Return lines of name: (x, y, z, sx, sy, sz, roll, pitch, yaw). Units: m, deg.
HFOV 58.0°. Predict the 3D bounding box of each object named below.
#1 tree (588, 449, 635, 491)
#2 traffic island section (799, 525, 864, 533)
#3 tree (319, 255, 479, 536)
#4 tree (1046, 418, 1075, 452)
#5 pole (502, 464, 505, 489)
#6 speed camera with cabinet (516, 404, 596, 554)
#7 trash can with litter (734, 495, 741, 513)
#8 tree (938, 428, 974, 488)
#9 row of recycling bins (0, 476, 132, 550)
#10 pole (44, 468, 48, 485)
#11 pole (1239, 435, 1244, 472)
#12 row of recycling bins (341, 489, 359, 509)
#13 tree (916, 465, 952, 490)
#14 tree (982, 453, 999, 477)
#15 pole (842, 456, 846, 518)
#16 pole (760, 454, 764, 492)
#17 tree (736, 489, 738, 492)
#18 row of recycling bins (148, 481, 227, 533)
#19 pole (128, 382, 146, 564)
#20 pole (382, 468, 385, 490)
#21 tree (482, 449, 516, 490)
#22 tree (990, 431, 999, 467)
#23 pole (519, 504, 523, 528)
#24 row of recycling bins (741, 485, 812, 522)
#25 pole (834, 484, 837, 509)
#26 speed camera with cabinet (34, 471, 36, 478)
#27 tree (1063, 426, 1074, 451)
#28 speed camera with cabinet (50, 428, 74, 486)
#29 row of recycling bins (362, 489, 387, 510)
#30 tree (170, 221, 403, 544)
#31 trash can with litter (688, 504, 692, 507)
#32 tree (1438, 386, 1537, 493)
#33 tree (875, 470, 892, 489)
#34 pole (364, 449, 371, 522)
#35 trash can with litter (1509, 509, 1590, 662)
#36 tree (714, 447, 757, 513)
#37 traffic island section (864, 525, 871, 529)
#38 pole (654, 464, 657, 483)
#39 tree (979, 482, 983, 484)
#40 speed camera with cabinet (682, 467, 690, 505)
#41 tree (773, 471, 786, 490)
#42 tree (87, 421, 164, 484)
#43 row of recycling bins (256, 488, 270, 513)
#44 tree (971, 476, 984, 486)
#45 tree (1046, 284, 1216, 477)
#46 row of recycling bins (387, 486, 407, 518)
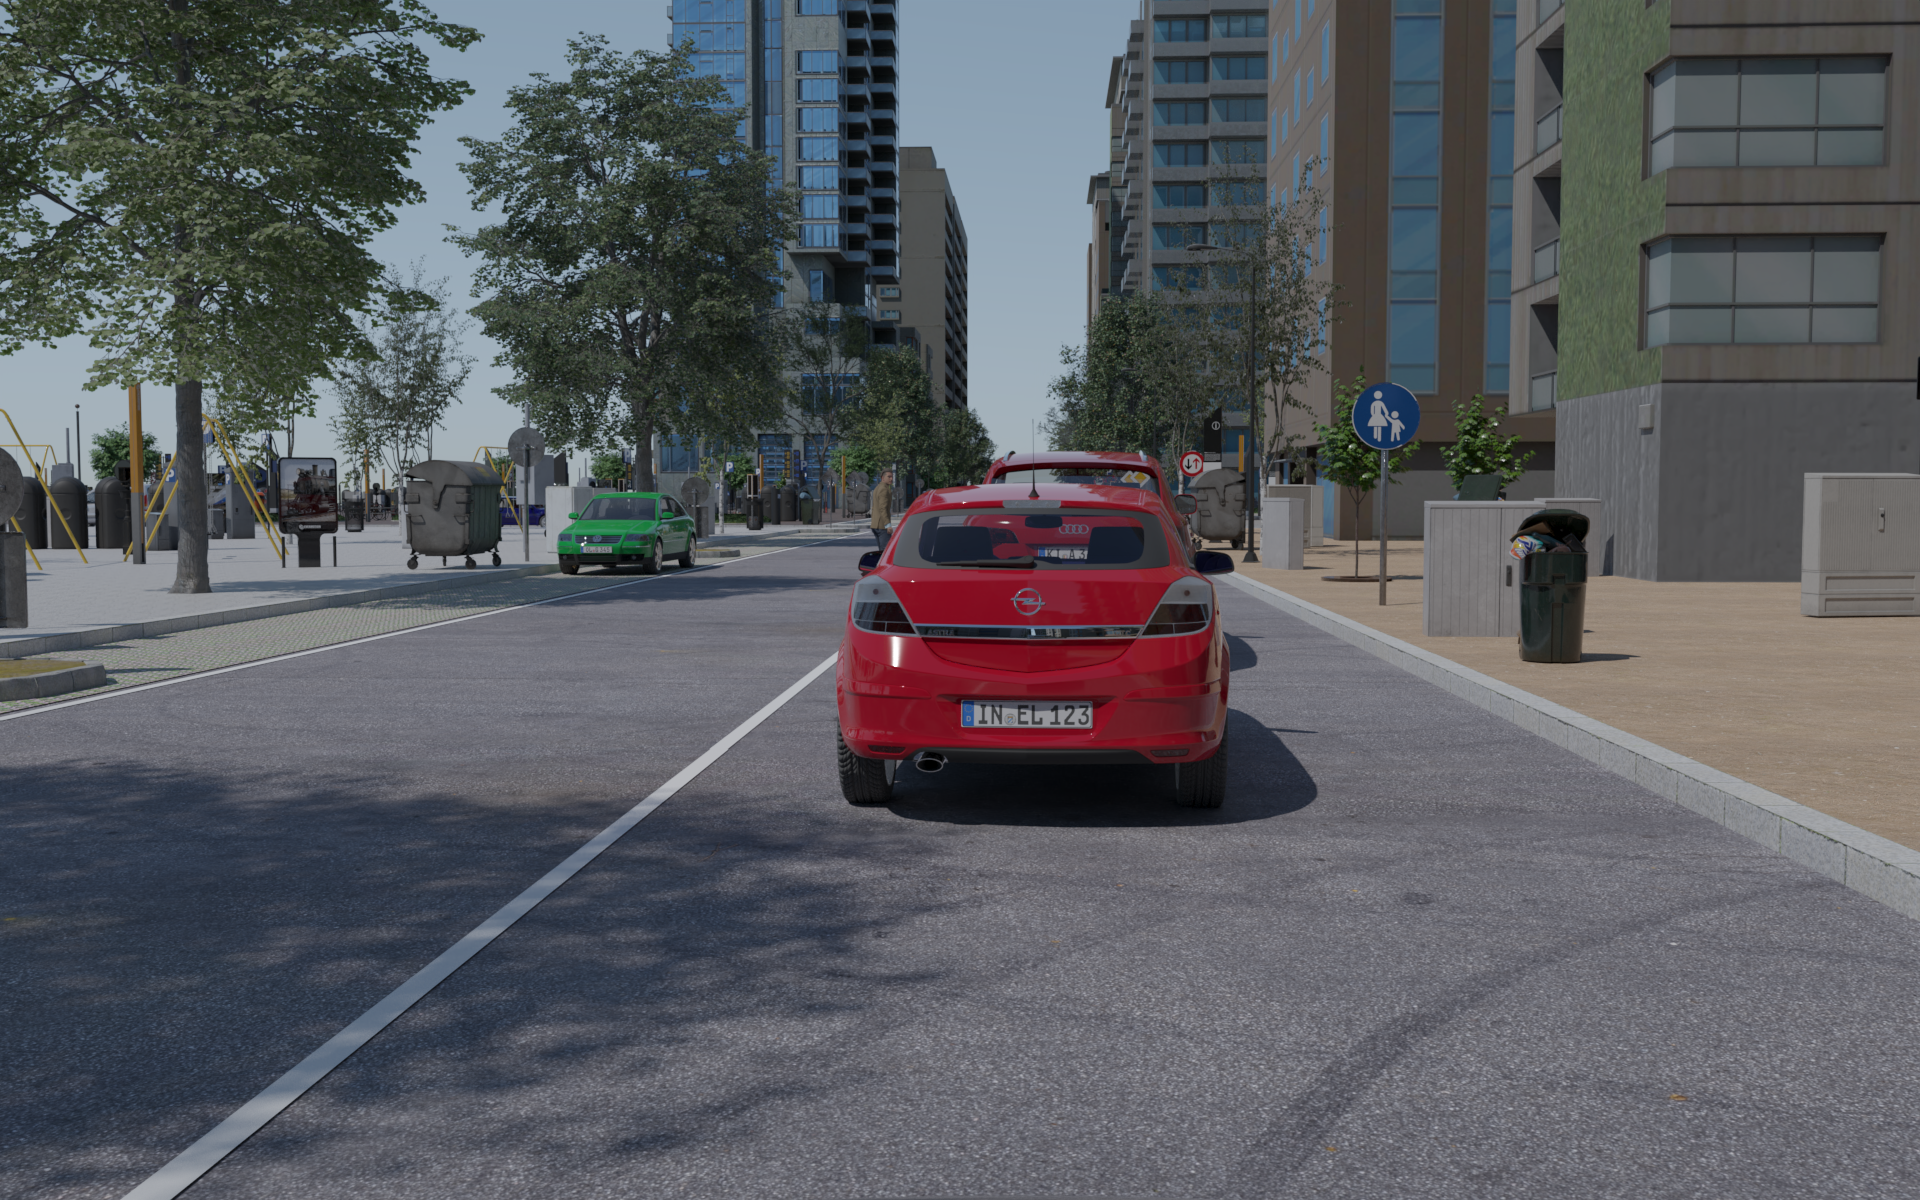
tree: (-23.566, -8.180, 117.449, 4.285, 4.588, 4.351, 0, 3, 0)
traffic island section: (-4.842, -2.595, 64.701, 2.009, 0.180, 2.903, 0, 4, 3)
tree: (-17.344, -6.284, 53.112, 4.360, 8.622, 3.978, 0, 3, 0)
tree: (15.064, -19.126, 230.829, 7.486, 12.596, 7.792, 0, 3, 0)
pole: (-30.767, -7.519, 116.776, 0.158, 3.312, 0.155, 0, 3, 0)
speed camera with cabinet: (-8.822, -2.651, 37.675, 2.038, 3.252, 0.660, 3, 5, 40)
trash can with litter: (-13.821, -6.138, 111.406, 2.233, 1.210, 1.678, -3, 5, -44)
tree: (-0.854, -14.681, 190.394, 4.737, 8.622, 4.395, 0, 3, 0)
row of recycling bins: (-21.215, -2.036, 40.398, 3.534, 1.692, 1.069, -1, 4, -15)
pole: (-71.273, -8.640, 135.115, 0.158, 3.312, 0.155, 0, 3, 0)
pole: (9.775, -4.060, 60.231, 0.158, 3.312, 0.155, 0, 3, 0)
row of recycling bins: (-51.380, -8.682, 149.062, 3.534, 1.692, 1.069, -2, 4, -27)
tree: (-2.356, -10.683, 158.379, 4.285, 4.588, 4.351, 0, 3, 0)
tree: (4.287, -22.615, 304.171, 8.767, 10.594, 7.601, 0, 4, 6)
pole: (-6.238, -6.061, 92.941, 0.158, 3.312, 0.155, 0, 3, 0)
pole: (-10.195, -5.828, 89.127, 0.158, 3.312, 0.155, 0, 3, 0)
tree: (-19.322, -9.186, 144.785, 1.663, 3.219, 1.824, 0, 3, 0)
row of recycling bins: (-24.948, -3.008, 56.298, 1.069, 1.692, 3.534, 1, 4, 17)
pole: (-14.996, -2.307, 31.558, 0.158, 3.312, 0.155, 0, 3, 0)
pole: (-45.866, -8.809, 137.873, 0.158, 3.312, 0.155, 0, 3, 0)
tree: (-33.391, -8.701, 125.968, 4.285, 4.588, 4.351, 0, 3, 0)
tree: (0.695, -18.664, 222.158, 9.611, 12.733, 9.660, 0, 3, 0)
pole: (-16.642, -4.394, 65.693, 0.158, 3.312, 0.155, 0, 3, 0)
row of recycling bins: (-8.485, -4.531, 81.194, 3.534, 1.692, 1.069, 0, 4, -6)
pole: (-10.585, -9.374, 147.108, 0.158, 3.312, 0.155, 0, 3, 0)
speed camera with cabinet: (-63.892, -7.629, 119.066, 0.660, 3.252, 2.038, -3, 4, -39)
tree: (12.465, -13.853, 176.850, 4.737, 8.622, 4.395, 0, 3, 0)
speed camera with cabinet: (-27.084, -3.541, 52.236, 0.660, 3.252, 2.038, -2, 4, -27)
row of recycling bins: (-43.865, -7.639, 132.017, 1.069, 1.692, 3.534, 2, 4, 26)
tree: (-17.370, -5.730, 44.047, 4.737, 8.622, 4.395, 0, 3, 0)
trash can with litter: (-17.671, -6.178, 112.062, 1.678, 1.210, 2.233, 0, 4, 4)
tree: (8.989, -2.192, 30.442, 1.663, 3.219, 1.824, 0, 3, 0)
tree: (-6.552, -11.564, 139.439, 4.360, 8.622, 3.978, 0, 3, 0)
pole: (-27.110, -5.222, 79.228, 0.158, 3.312, 0.155, 0, 3, 0)
trash can with litter: (4.522, -0.128, 13.488, 0.624, 1.170, 1.055, 1, 4, 9)
tree: (-15.538, -8.347, 120.192, 4.285, 4.588, 4.351, 0, 3, 0)
traffic island section: (-4.453, -3.082, 72.677, 2.009, 0.180, 2.903, 0, 4, 3)
pole: (-20.547, -7.524, 116.857, 0.158, 3.312, 0.155, 0, 3, 0)
tree: (1.599, -17.753, 240.627, 4.737, 8.622, 4.395, 0, 3, 0)
speed camera with cabinet: (-19.597, -8.104, 126.831, 0.660, 3.252, 2.038, 2, 4, 25)
tree: (-12.849, -8.154, 127.926, 1.663, 3.219, 1.824, 0, 3, 0)
tree: (-37.309, -5.729, 77.390, 4.285, 4.588, 4.351, 0, 3, 0)
row of recycling bins: (-43.917, -6.276, 109.731, 3.534, 1.692, 1.069, 2, 4, 33)
tree: (2.953, -17.641, 272.139, 4.285, 4.588, 4.351, 0, 3, 0)
tree: (9.505, -10.883, 94.942, 9.611, 12.733, 9.660, 0, 3, 0)
row of recycling bins: (-30.028, -5.261, 93.130, 1.069, 1.692, 3.534, -1, 4, -21)
